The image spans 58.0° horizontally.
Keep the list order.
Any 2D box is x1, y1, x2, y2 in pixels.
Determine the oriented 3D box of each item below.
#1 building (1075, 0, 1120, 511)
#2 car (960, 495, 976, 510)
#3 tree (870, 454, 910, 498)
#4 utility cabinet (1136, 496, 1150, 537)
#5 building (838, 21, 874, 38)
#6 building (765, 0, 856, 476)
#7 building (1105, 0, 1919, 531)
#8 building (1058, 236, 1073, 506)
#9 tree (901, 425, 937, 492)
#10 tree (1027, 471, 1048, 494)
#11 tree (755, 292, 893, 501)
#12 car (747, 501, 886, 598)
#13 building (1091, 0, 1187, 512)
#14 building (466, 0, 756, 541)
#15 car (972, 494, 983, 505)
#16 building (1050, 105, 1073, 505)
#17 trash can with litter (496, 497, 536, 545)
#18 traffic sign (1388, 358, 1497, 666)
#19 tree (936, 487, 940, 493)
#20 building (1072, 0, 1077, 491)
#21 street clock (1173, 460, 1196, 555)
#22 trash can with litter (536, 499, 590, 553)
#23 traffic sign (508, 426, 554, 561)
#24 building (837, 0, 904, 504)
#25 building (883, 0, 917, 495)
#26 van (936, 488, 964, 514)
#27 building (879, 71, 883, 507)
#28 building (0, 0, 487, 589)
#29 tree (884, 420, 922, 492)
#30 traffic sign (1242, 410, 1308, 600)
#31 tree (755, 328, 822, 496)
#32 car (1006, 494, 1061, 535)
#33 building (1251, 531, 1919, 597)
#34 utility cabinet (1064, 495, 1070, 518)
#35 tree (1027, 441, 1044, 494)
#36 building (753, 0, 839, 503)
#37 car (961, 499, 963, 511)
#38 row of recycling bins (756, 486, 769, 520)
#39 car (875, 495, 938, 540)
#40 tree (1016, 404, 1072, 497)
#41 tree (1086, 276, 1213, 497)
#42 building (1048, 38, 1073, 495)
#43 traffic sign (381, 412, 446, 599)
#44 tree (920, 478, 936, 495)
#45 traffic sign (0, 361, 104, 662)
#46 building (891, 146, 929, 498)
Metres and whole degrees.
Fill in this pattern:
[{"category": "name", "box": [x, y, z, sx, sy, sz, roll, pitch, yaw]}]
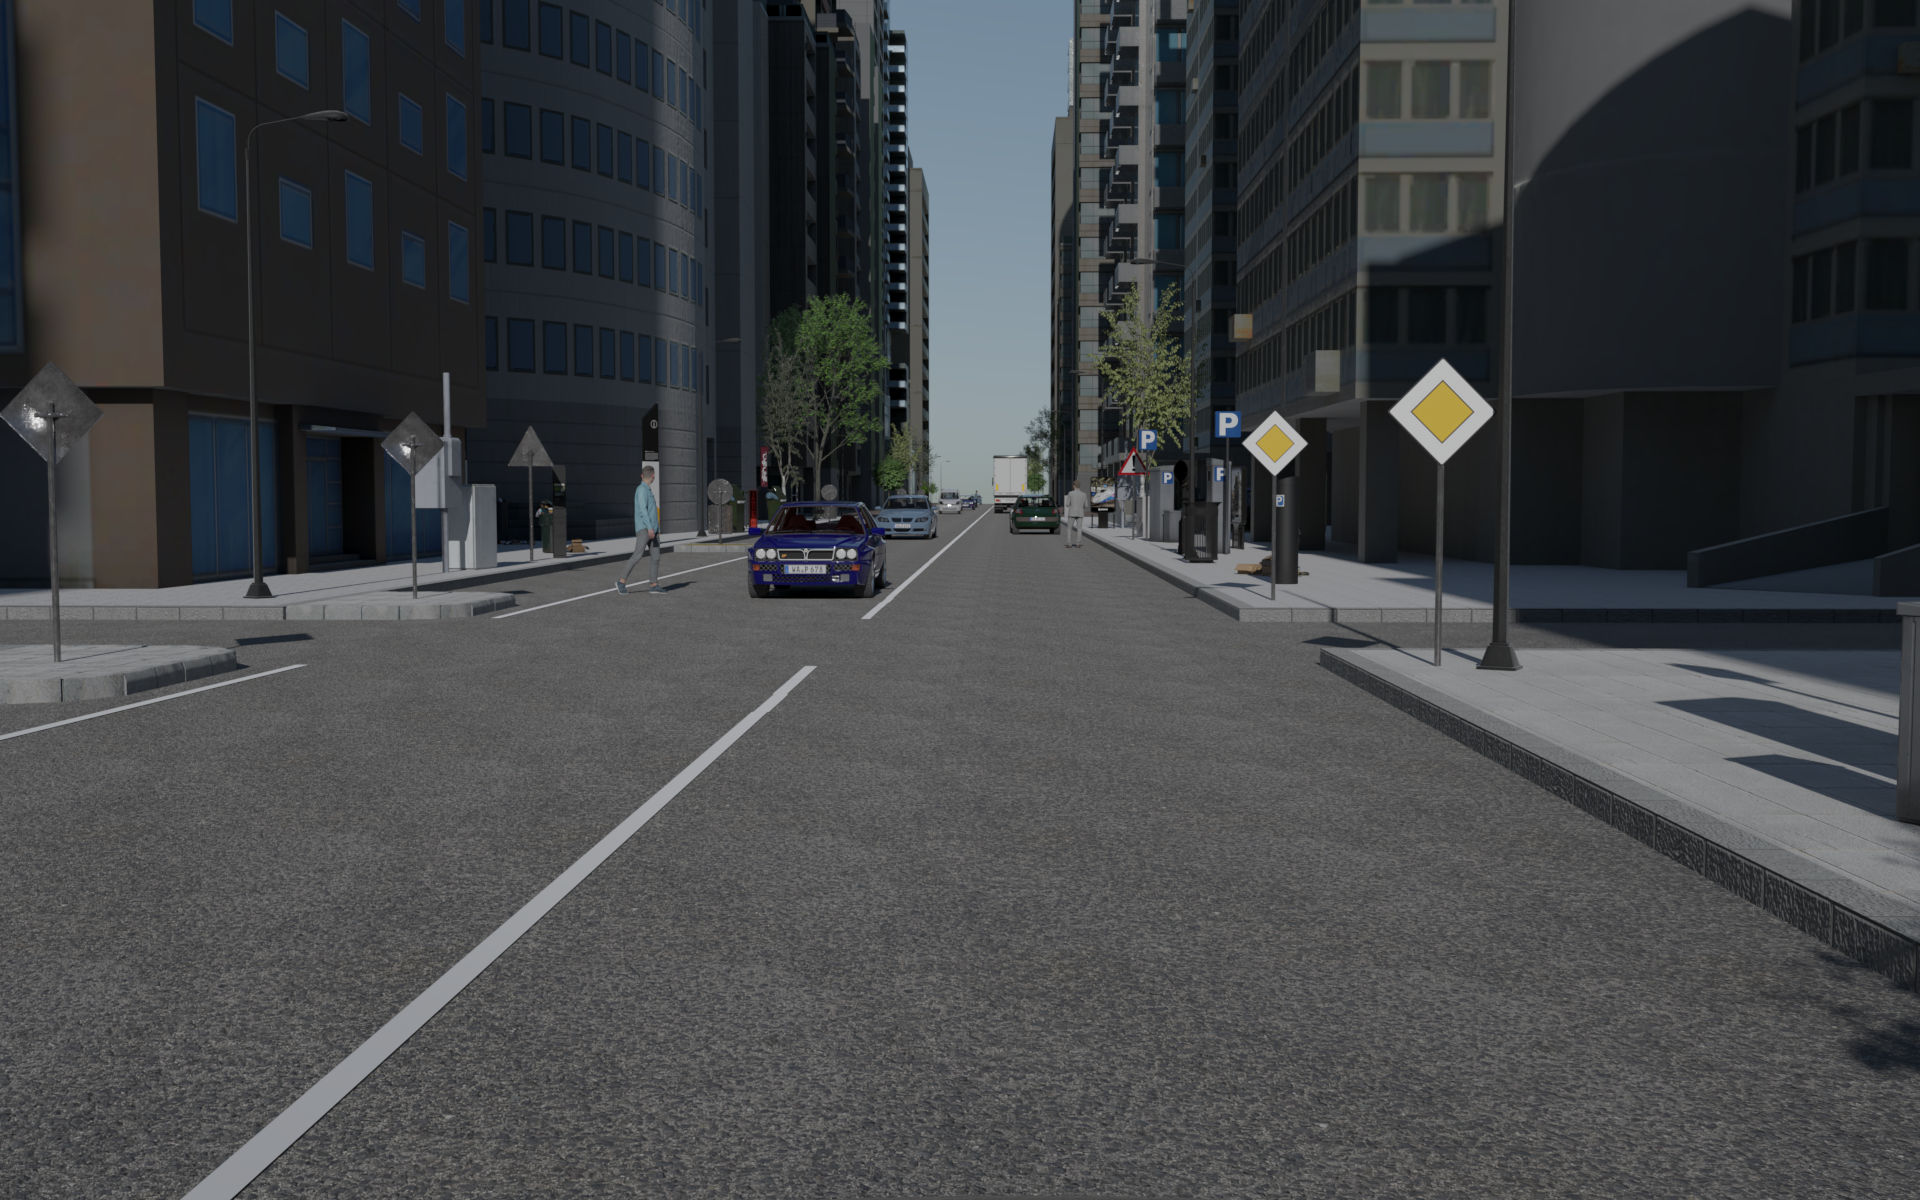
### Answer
[{"category": "building", "box": [15.946, -27.533, 133.751, 14.154, 41.232, 14.086, 0, 4, 2]}, {"category": "car", "box": [0.516, -8.783, 156.186, 1.945, 1.354, 3.894, 0, 4, 1]}, {"category": "tree", "box": [-5.734, -9.668, 141.780, 4.285, 4.588, 4.351, 0, 3, 0]}, {"category": "utility cabinet", "box": [5.568, -2.529, 52.503, 0.306, 1.237, 1.020, 0, 4, -4]}, {"category": "building", "box": [-14.678, -28.292, 146.167, 14.154, 41.232, 14.086, 0, 4, 2]}, {"category": "building", "box": [-19.220, -28.742, 124.549, 22.147, 44.769, 28.867, 0, 4, 2]}, {"category": "building", "box": [22.931, -23.529, 76.583, 32.217, 40.220, 23.993, 0, 4, 2]}, {"category": "building", "box": [18.123, -25.907, 195.272, 14.160, 30.474, 14.107, 0, 4, 2]}, {"category": "tree", "box": [-4.323, -14.353, 185.027, 4.360, 8.622, 3.978, 0, 3, 0]}, {"category": "tree", "box": [10.232, -15.326, 234.298, 4.285, 4.588, 4.351, 0, 3, 0]}, {"category": "tree", "box": [-7.292, -9.988, 89.061, 9.928, 11.665, 9.643, 0, 3, 0]}, {"category": "car", "box": [-2.019, -0.764, 25.064, 1.945, 1.354, 3.894, 0, 4, 1]}, {"category": "building", "box": [20.822, -30.063, 111.143, 23.786, 49.044, 30.456, 0, 4, 2]}, {"category": "building", "box": [-19.470, -31.541, 57.700, 21.231, 58.520, 28.212, 0, 4, 2]}, {"category": "car", "box": [2.149, -13.875, 238.865, 2.014, 1.417, 4.499, 0, 4, 1]}, {"category": "building", "box": [22.041, -36.009, 212.441, 21.300, 48.544, 21.600, 0, 4, 2]}, {"category": "trash can with litter", "box": [-11.435, -2.007, 43.877, 2.233, 1.210, 1.678, 1, 4, 20]}, {"category": "traffic sign", "box": [3.557, -0.563, 12.848, 0.795, 2.450, 0.064, 0, 4, 2]}, {"category": "tree", "box": [-3.639, -14.976, 239.462, 1.663, 3.219, 1.824, 0, 3, 0]}, {"category": "building", "box": [20.573, -37.461, 154.479, 21.231, 58.520, 28.212, 0, 4, 2]}, {"category": "street clock", "box": [4.765, -1.971, 36.798, 0.358, 2.002, 0.471, -2, 4, -35]}, {"category": "trash can with litter", "box": [-8.672, -1.617, 37.817, 1.055, 1.170, 0.624, -2, 4, -29]}, {"category": "traffic sign", "box": [-8.170, -2.016, 32.973, 0.884, 2.594, 0.081, 0, 4, 2]}, {"category": "building", "box": [-16.730, -46.081, 191.673, 20.563, 71.187, 20.611, 0, 4, 2]}, {"category": "building", "box": [-16.365, -55.308, 216.962, 22.319, 86.520, 31.000, 0, 4, 2]}, {"category": "van", "box": [-0.735, -7.180, 124.406, 2.013, 2.044, 4.112, 0, 3, 0]}, {"category": "building", "box": [-14.677, -29.204, 161.076, 14.154, 41.232, 14.086, 0, 4, 2]}, {"category": "building", "box": [-17.198, -23.166, 28.879, 14.600, 45.320, 14.200, 0, 4, 2]}, {"category": "tree", "box": [-5.791, -13.541, 171.749, 4.737, 8.622, 4.395, 0, 3, 0]}, {"category": "traffic sign", "box": [3.774, -1.051, 20.830, 0.795, 2.450, 0.064, 0, 4, 2]}, {"category": "tree", "box": [-7.889, -7.681, 75.950, 4.360, 8.622, 3.978, 0, 3, 0]}, {"category": "car", "box": [2.692, -3.225, 62.516, 2.009, 1.686, 4.222, 0, 4, 0]}, {"category": "building", "box": [18.831, -21.062, 36.240, 23.993, 40.220, 32.217, 0, 4, 2]}, {"category": "utility cabinet", "box": [5.966, -5.042, 93.603, 0.306, 1.237, 1.020, 2, 4, 27]}, {"category": "tree", "box": [10.401, -18.256, 248.840, 4.737, 8.622, 4.395, 0, 3, 0]}, {"category": "building", "box": [-14.979, -20.288, 103.415, 14.160, 30.474, 14.107, 0, 4, 2]}, {"category": "car", "box": [-0.696, -8.346, 146.245, 2.009, 1.686, 4.222, 0, 4, 3]}, {"category": "row of recycling bins", "box": [-10.754, -4.824, 85.983, 3.534, 1.692, 1.069, 3, 5, 41]}, {"category": "car", "box": [-1.689, -2.676, 55.752, 2.014, 1.417, 4.499, 0, 4, 3]}, {"category": "tree", "box": [9.290, -15.050, 180.487, 7.601, 10.594, 8.767, -2, 4, -27]}, {"category": "tree", "box": [6.519, -6.675, 59.501, 4.737, 8.622, 4.395, 0, 3, 0]}, {"category": "building", "box": [23.713, -56.589, 237.894, 22.319, 86.520, 31.000, 0, 4, 2]}, {"category": "traffic sign", "box": [-6.665, -1.070, 21.134, 0.795, 2.450, 0.064, 0, 4, 2]}, {"category": "tree", "box": [-4.173, -12.904, 205.583, 1.663, 3.219, 1.824, 0, 3, 0]}, {"category": "traffic sign", "box": [-6.883, -0.582, 13.152, 0.795, 2.450, 0.064, 0, 4, 2]}, {"category": "building", "box": [-15.470, -37.966, 244.452, 21.300, 48.544, 21.600, 0, 4, 2]}]
